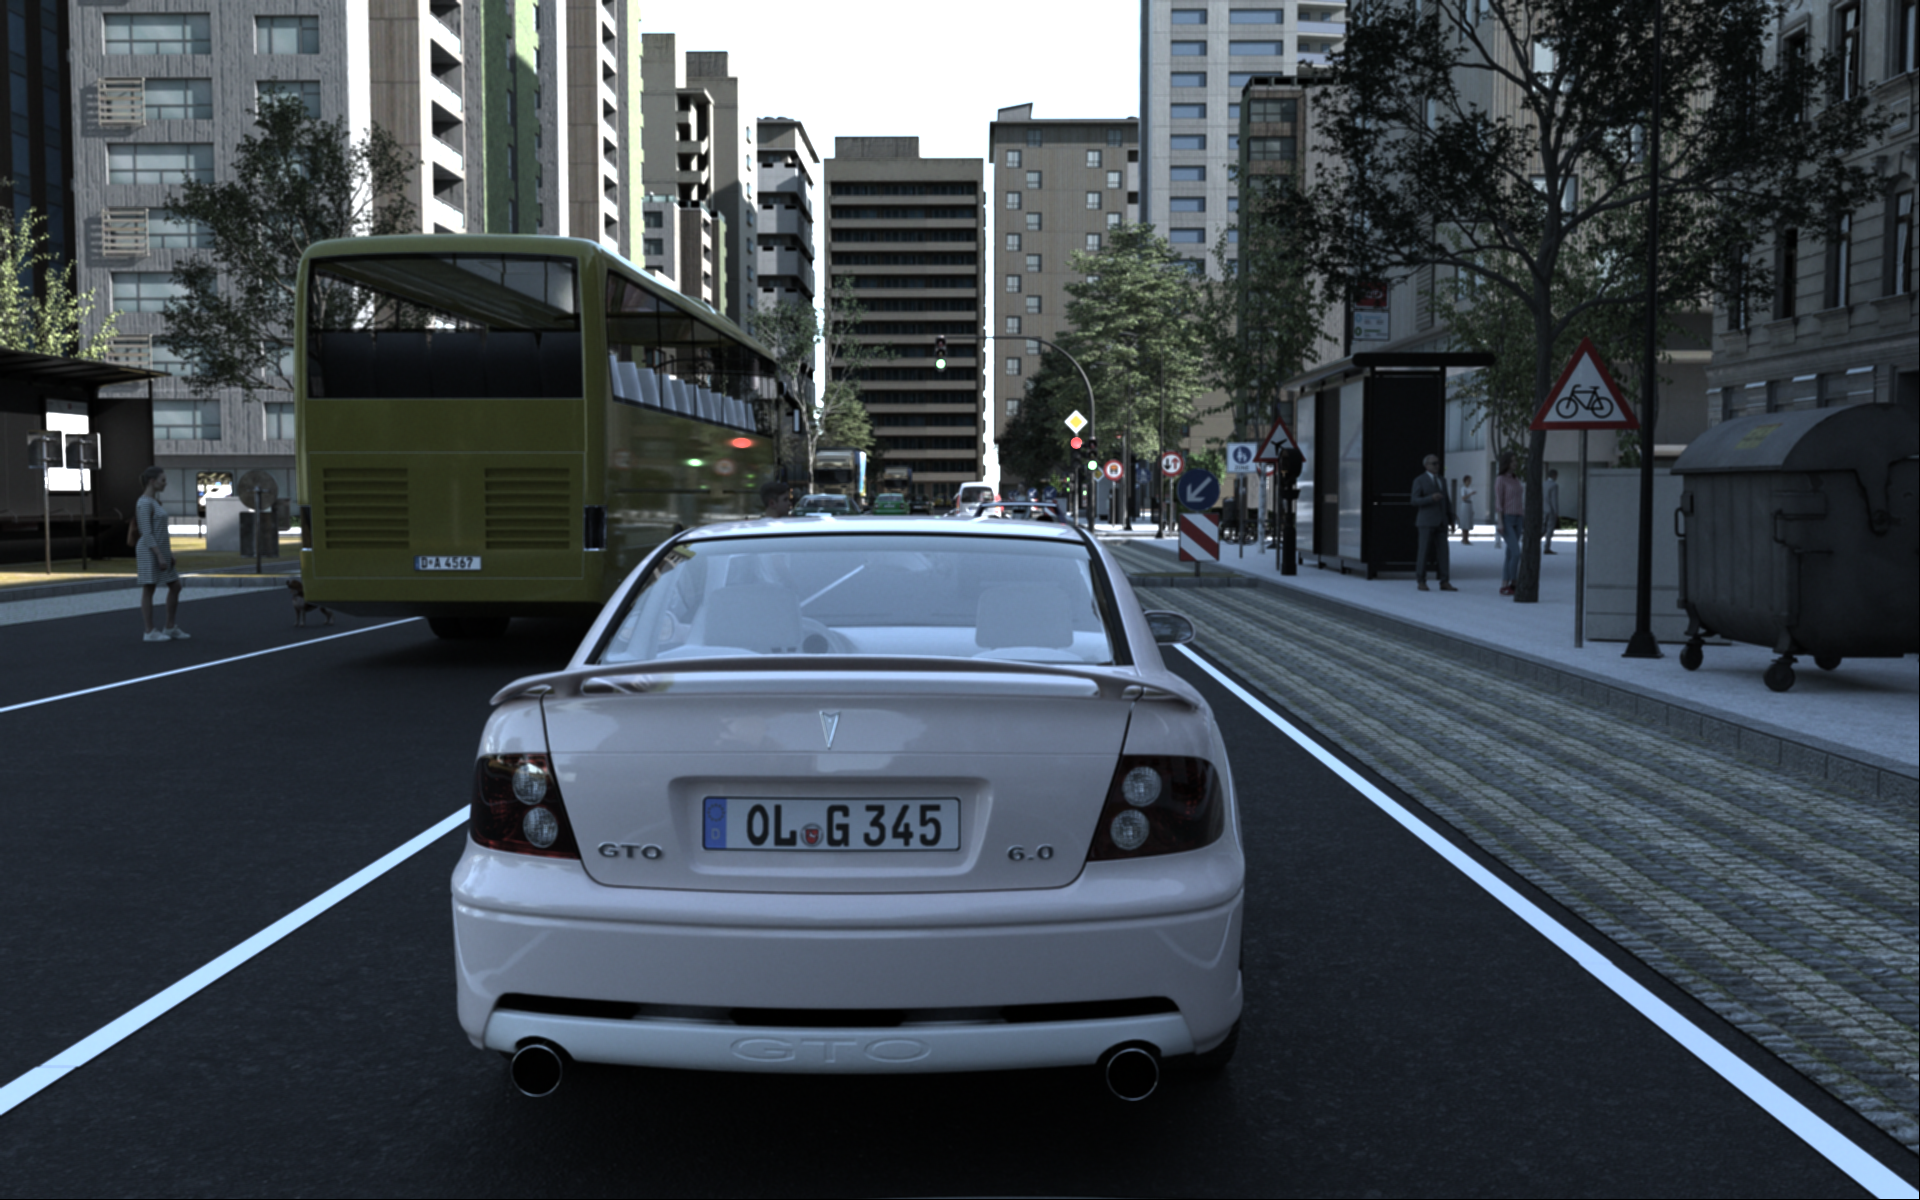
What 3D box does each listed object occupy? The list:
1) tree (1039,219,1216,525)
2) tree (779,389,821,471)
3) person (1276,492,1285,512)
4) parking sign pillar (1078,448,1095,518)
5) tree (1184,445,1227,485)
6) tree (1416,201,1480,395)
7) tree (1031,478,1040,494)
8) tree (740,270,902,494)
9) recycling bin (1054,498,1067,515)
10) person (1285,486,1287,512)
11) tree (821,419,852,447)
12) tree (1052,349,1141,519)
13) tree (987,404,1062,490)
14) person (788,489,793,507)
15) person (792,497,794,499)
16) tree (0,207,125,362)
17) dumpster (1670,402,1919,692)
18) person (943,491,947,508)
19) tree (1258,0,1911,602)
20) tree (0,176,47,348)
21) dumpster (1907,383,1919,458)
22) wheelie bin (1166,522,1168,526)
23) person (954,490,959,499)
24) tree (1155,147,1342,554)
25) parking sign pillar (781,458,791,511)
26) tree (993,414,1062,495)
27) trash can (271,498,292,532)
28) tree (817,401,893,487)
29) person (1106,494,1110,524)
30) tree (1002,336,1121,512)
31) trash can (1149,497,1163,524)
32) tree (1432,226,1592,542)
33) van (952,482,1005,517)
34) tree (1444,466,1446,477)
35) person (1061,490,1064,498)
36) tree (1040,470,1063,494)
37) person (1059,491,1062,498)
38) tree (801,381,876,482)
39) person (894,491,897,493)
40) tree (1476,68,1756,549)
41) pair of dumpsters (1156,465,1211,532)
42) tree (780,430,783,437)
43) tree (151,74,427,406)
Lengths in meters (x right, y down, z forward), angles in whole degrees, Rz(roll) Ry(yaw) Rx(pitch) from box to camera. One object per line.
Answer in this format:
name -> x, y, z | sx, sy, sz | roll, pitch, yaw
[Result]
tree -> 7.180, -9.393, 71.707 | 7.486, 12.596, 7.792 | 0, 3, 0
tree -> -12.691, -10.307, 118.875 | 4.360, 8.622, 3.978 | 0, 3, 0
person -> 15.857, -4.829, 85.561 | 0.480, 1.755, 0.524 | 0, 4, 3
parking sign pillar -> 6.952, -6.504, 94.820 | 1.447, 3.967, 1.447 | 2, 4, 34
tree -> 16.324, -8.085, 115.902 | 4.285, 4.588, 4.351 | 0, 3, 0
tree -> 12.931, -5.516, 40.554 | 4.737, 8.622, 4.395 | 0, 3, 0
tree -> 7.731, -10.795, 171.100 | 1.663, 3.219, 1.824 | 0, 3, 0
tree -> -11.784, -17.766, 146.366 | 12.611, 20.169, 13.585 | 0, 3, 0
recycling bin -> 6.167, -5.750, 106.569 | 0.722, 1.027, 0.722 | 0, 4, -7
person -> 18.357, -5.566, 97.391 | 0.374, 1.781, 0.599 | -1, 4, -11
tree -> -12.452, -13.163, 165.584 | 4.360, 8.622, 3.978 | 0, 3, 0
tree -> 7.250, -8.451, 88.532 | 4.737, 8.622, 4.395 | 0, 3, 0
tree -> 8.342, -18.140, 206.956 | 12.009, 13.543, 11.850 | 0, 3, 0
person -> -16.083, -9.723, 165.108 | 1.348, 1.812, 0.705 | 1, 4, 17
person -> -14.590, -8.866, 154.185 | 0.799, 1.438, 0.628 | 0, 4, 6
tree -> -23.927, -5.730, 44.054 | 4.737, 8.622, 4.395 | 0, 3, 0
dumpster -> 5.826, -0.373, 11.853 | 1.264, 1.857, 1.865 | 0, 4, 1
person -> -1.583, -10.558, 182.045 | 0.530, 1.710, 0.541 | 2, 4, 35
tree -> 7.060, -5.245, 20.177 | 7.601, 10.594, 8.767 | 1, 4, 9
tree -> -21.899, -5.336, 37.614 | 4.360, 8.622, 3.978 | 0, 3, 0
dumpster -> 8.036, -0.693, 13.823 | 1.502, 2.255, 1.985 | 0, 4, 1
wheelie bin -> 8.589, -3.791, 69.886 | 0.693, 1.594, 0.980 | 0, 4, -1
person -> -0.054, -8.227, 143.095 | 1.350, 1.814, 0.705 | -3, 5, -41
tree -> 6.459, -5.322, 37.371 | 4.737, 8.622, 4.395 | 0, 3, 0
parking sign pillar -> -13.145, -8.530, 127.936 | 1.447, 3.967, 1.447 | -2, 4, -25
tree -> 7.606, -15.855, 193.645 | 8.767, 10.594, 7.601 | 1, 4, 12
trash can -> -23.263, -2.915, 59.310 | 0.748, 1.137, 0.748 | 0, 3, 0
tree -> -12.869, -17.942, 210.358 | 9.611, 12.733, 9.660 | 0, 3, 0
person -> 6.517, -3.966, 75.160 | 0.425, 1.301, 0.394 | 3, 4, 37
tree -> 7.828, -12.749, 125.461 | 9.611, 12.733, 9.660 | 0, 3, 0
trash can -> 8.546, -3.863, 74.810 | 0.748, 1.137, 0.748 | 0, 3, 0
tree -> 14.889, -5.868, 46.302 | 4.360, 8.622, 3.978 | 0, 3, 0
van -> 0.676, -3.472, 63.783 | 2.013, 2.044, 4.112 | 0, 4, 2
tree -> 17.693, -4.340, 65.566 | 1.663, 3.219, 1.824 | 0, 3, 0
person -> 9.628, -9.453, 161.398 | 0.445, 1.727, 0.742 | -1, 4, -18
tree -> 7.756, -8.936, 140.702 | 1.663, 3.219, 1.824 | 0, 3, 0
person -> 11.123, -11.143, 188.953 | 0.721, 1.736, 1.217 | -1, 4, -15
tree -> -12.135, -15.674, 174.402 | 7.486, 12.596, 7.792 | 0, 3, 0
person -> -5.703, -8.791, 152.901 | 0.621, 1.740, 0.551 | -2, 4, -31
tree -> 11.478, -4.848, 29.626 | 4.737, 8.622, 4.395 | 0, 3, 0
pair of dumpsters -> 7.717, -3.475, 59.304 | 1.574, 2.255, 4.437 | 0, 4, 1
tree -> -13.992, -10.198, 101.154 | 7.601, 10.594, 8.767 | -2, 4, -27
tree -> -14.672, -6.426, 39.485 | 7.601, 10.594, 8.767 | -1, 4, -20
